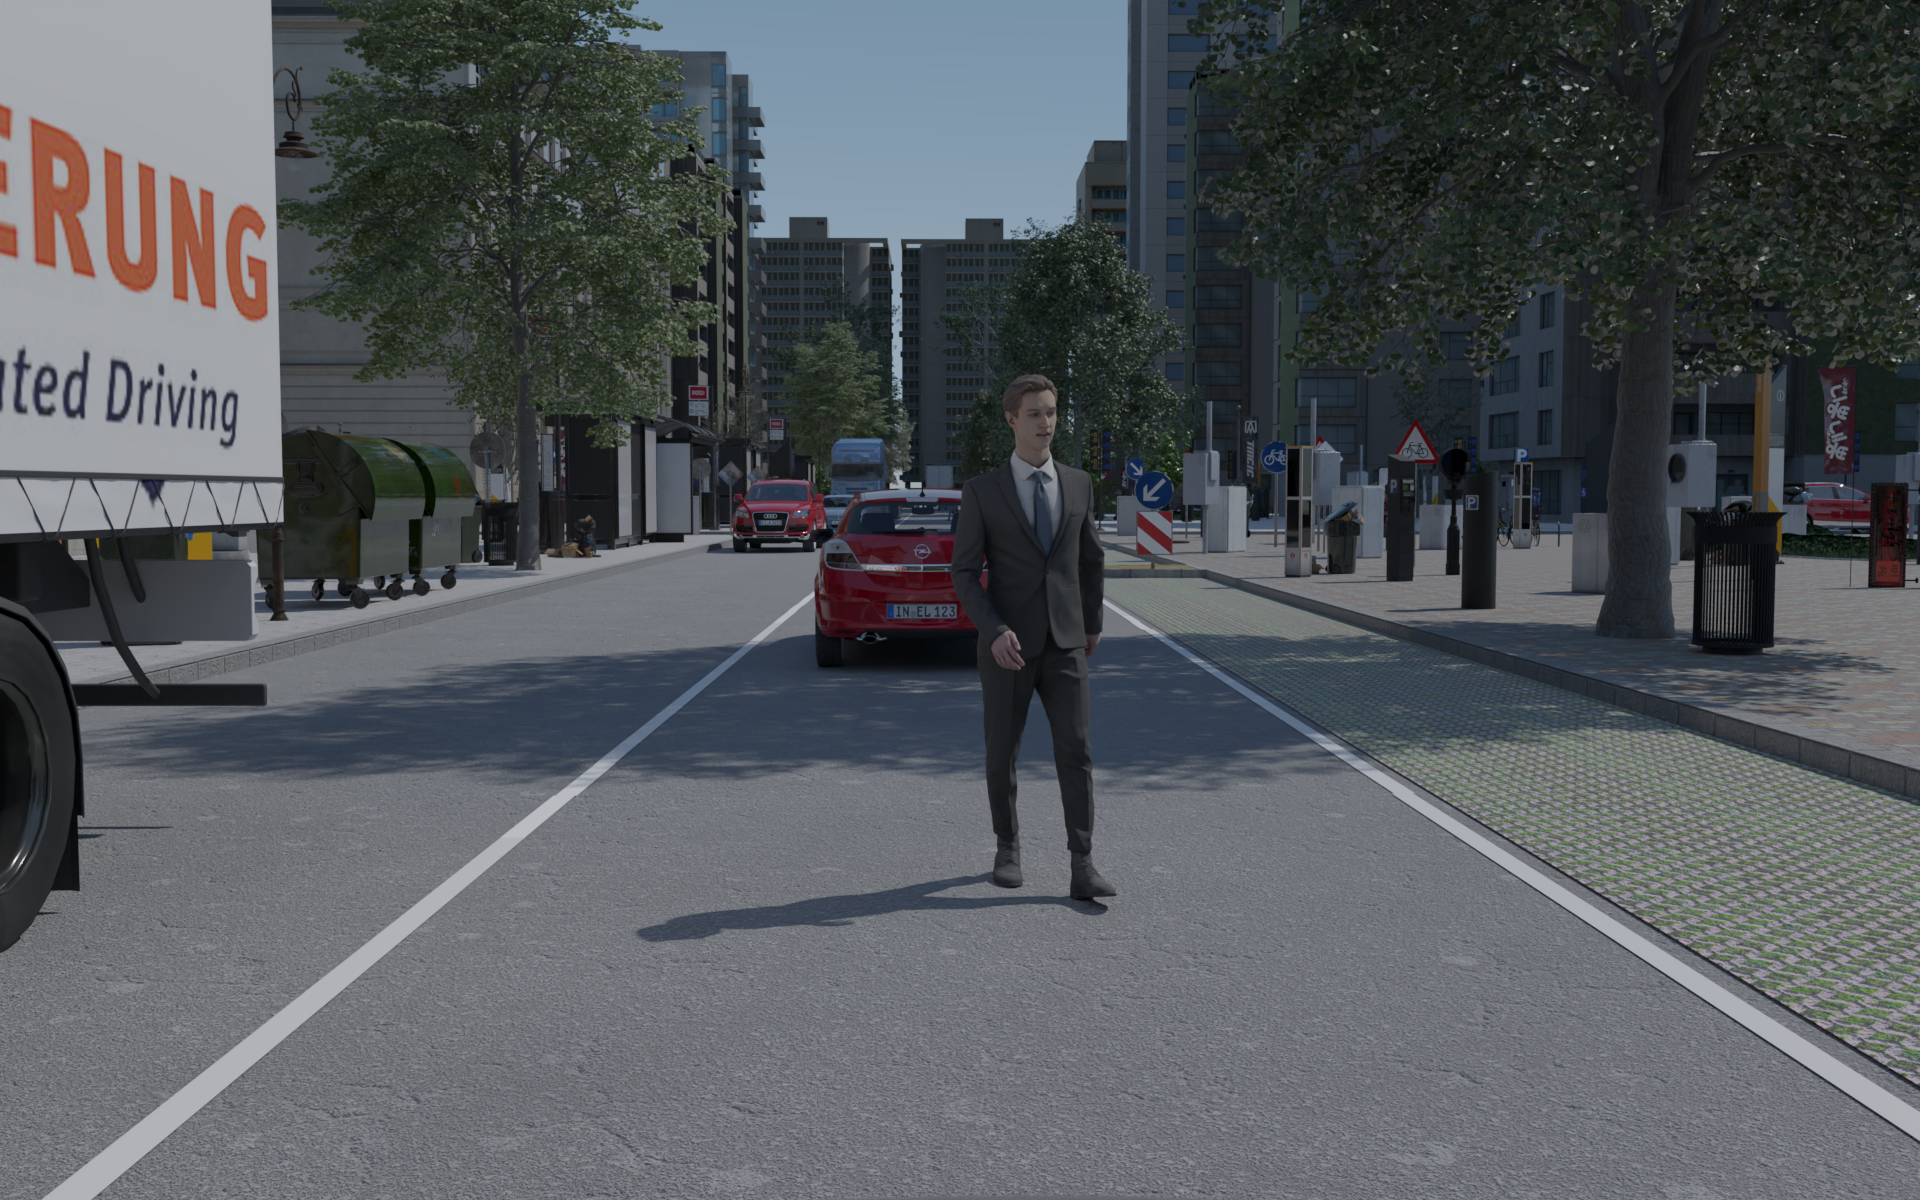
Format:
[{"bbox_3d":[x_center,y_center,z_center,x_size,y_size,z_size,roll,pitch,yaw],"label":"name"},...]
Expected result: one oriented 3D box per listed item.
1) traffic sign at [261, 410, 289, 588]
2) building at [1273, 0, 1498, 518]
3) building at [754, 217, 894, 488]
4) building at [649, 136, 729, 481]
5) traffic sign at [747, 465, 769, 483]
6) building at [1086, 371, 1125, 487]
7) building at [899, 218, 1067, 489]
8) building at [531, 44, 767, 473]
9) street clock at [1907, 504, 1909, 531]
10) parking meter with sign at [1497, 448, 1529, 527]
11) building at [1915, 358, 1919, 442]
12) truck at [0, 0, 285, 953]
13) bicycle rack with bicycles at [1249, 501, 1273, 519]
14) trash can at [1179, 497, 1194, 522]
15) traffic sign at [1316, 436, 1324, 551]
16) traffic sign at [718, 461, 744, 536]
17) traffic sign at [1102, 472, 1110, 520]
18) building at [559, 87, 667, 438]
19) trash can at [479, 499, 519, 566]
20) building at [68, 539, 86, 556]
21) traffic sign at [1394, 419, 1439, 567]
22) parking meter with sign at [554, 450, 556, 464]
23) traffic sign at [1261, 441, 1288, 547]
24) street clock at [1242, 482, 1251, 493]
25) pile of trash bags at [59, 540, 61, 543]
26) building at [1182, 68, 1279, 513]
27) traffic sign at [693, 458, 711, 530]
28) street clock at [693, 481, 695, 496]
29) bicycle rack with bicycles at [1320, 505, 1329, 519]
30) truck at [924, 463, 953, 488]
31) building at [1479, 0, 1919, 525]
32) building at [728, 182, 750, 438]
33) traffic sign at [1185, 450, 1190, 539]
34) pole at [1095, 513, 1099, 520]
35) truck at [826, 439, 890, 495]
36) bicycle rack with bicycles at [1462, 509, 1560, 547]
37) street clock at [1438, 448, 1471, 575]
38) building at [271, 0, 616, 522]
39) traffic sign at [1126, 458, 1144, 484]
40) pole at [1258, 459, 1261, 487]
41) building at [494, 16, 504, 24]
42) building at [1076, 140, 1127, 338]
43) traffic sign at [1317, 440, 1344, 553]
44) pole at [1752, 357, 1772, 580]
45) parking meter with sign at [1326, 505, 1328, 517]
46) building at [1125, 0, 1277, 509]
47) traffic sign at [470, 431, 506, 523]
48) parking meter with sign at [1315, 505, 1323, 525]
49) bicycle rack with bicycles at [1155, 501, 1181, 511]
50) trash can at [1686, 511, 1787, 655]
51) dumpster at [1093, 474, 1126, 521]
[{"bbox_3d":[-9.547,-1.442,23.682,0.768,2.556,0.104,0,4,5],"label":"traffic sign"},{"bbox_3d":[25.125,-25.412,99.073,14.154,41.232,14.086,0,4,-1],"label":"building"},{"bbox_3d":[-21.422,-33.867,245.610,23.993,40.220,32.217,0,4,-1],"label":"building"},{"bbox_3d":[-27.300,-22.686,142.624,14.160,30.474,14.107,0,4,-1],"label":"building"},{"bbox_3d":[-7.107,-3.500,60.866,0.795,2.450,0.064,0,4,-1],"label":"traffic sign"},{"bbox_3d":[28.113,-20.938,187.368,27.650,21.520,28.899,0,4,-1],"label":"building"},{"bbox_3d":[3.410,-33.943,246.846,23.993,40.220,32.217,0,4,-1],"label":"building"},{"bbox_3d":[-36.740,-34.756,187.874,30.456,49.044,23.786,0,4,-1],"label":"building"},{"bbox_3d":[33.161,-3.425,60.567,0.471,2.002,0.358,-1,4,-15],"label":"street clock"},{"bbox_3d":[21.238,-4.319,66.873,0.543,3.016,1.738,-1,4,-11],"label":"parking meter with sign"},{"bbox_3d":[60.933,-30.410,86.437,27.495,52.752,28.713,0,4,-1],"label":"building"},{"bbox_3d":[-4.076,-0.796,1.936,2.839,4.237,11.283,0,4,-1],"label":"truck"},{"bbox_3d":[14.672,-4.586,88.366,2.925,0.926,2.852,-1,4,-21],"label":"bicycle rack with bicycles"},{"bbox_3d":[10.391,-4.135,79.257,0.748,1.137,0.748,0,3,0],"label":"trash can"},{"bbox_3d":[8.015,-2.365,38.665,0.884,2.594,0.081,0,4,7],"label":"traffic sign"},{"bbox_3d":[-6.998,-3.012,52.882,0.795,2.450,0.064,0,4,-1],"label":"traffic sign"},{"bbox_3d":[7.205,-5.323,87.133,0.768,2.556,0.104,0,4,8],"label":"traffic sign"},{"bbox_3d":[-26.374,-17.904,110.747,12.078,24.808,19.932,0,4,-1],"label":"building"},{"bbox_3d":[-8.248,-1.189,31.099,0.748,1.137,0.748,0,3,0],"label":"trash can"},{"bbox_3d":[-26.813,-11.095,36.154,16.860,20.320,10.420,0,4,-1],"label":"building"},{"bbox_3d":[7.928,-1.848,30.223,0.884,2.594,0.081,1,4,8],"label":"traffic sign"},{"bbox_3d":[-16.623,-4.420,68.520,0.543,3.016,1.738,-3,5,-42],"label":"parking meter with sign"},{"bbox_3d":[7.637,-2.551,41.821,0.768,2.556,0.104,0,4,5],"label":"traffic sign"},{"bbox_3d":[13.382,-4.666,80.857,0.358,2.002,0.471,-1,4,-18],"label":"street clock"},{"bbox_3d":[-11.773,-0.693,21.078,1.912,1.369,3.447,0,4,-6],"label":"pile of trash bags"},{"bbox_3d":[22.500,-21.390,121.423,14.160,30.474,14.107,0,4,-1],"label":"building"},{"bbox_3d":[-9.223,-3.753,61.473,0.768,2.556,0.104,0,4,4],"label":"traffic sign"},{"bbox_3d":[-14.711,-5.576,95.733,0.358,2.002,0.471,-1,4,-17],"label":"street clock"},{"bbox_3d":[17.936,-4.461,86.321,2.925,0.926,2.852,-3,5,-43],"label":"bicycle rack with bicycles"},{"bbox_3d":[-1.991,-10.621,162.574,2.839,4.237,11.283,0,4,-1],"label":"truck"},{"bbox_3d":[32.268,-18.667,76.910,14.107,30.474,14.160,0,4,-1],"label":"building"},{"bbox_3d":[-26.860,-23.548,156.713,14.160,30.474,14.107,0,4,-1],"label":"building"},{"bbox_3d":[6.501,-3.036,49.650,0.884,2.594,0.081,0,4,7],"label":"traffic sign"},{"bbox_3d":[6.731,-5.584,85.134,0.158,3.312,0.155,0,3,0],"label":"pole"},{"bbox_3d":[-4.714,-6.133,90.031,2.967,4.110,18.799,0,4,1],"label":"truck"},{"bbox_3d":[13.540,-1.802,42.844,2.852,0.926,2.925,0,4,-2],"label":"bicycle rack with bicycles"},{"bbox_3d":[7.807,-1.395,27.384,0.471,2.002,0.358,0,4,3],"label":"street clock"},{"bbox_3d":[-27.623,-15.439,85.717,16.112,22.955,30.059,0,4,-1],"label":"building"},{"bbox_3d":[6.280,-3.765,61.656,0.768,2.556,0.104,0,4,7],"label":"traffic sign"},{"bbox_3d":[17.278,-6.489,99.944,0.158,3.312,0.155,0,3,0],"label":"pole"},{"bbox_3d":[-73.295,-48.941,238.434,20.611,71.187,20.563,0,4,-1],"label":"building"},{"bbox_3d":[26.864,-37.707,240.211,21.600,48.544,21.300,0,4,-1],"label":"building"},{"bbox_3d":[7.877,-2.216,37.419,0.795,2.450,0.064,0,4,2],"label":"traffic sign"},{"bbox_3d":[11.940,-1.955,25.811,0.158,3.312,0.155,0,3,0],"label":"pole"},{"bbox_3d":[19.053,-5.795,91.008,0.543,3.016,1.738,0,4,-4],"label":"parking meter with sign"},{"bbox_3d":[25.730,-37.658,157.702,21.231,58.520,28.212,0,4,-1],"label":"building"},{"bbox_3d":[-9.600,-2.145,35.182,0.768,2.556,0.104,1,4,9],"label":"traffic sign"},{"bbox_3d":[14.627,-4.678,72.738,0.543,3.016,1.738,-1,4,-11],"label":"parking meter with sign"},{"bbox_3d":[12.779,-5.493,103.187,2.925,0.926,2.852,0,4,5],"label":"bicycle rack with bicycles"},{"bbox_3d":[6.244,-0.141,13.967,0.748,1.137,0.748,0,3,0],"label":"trash can"},{"bbox_3d":[7.155,-4.959,83.578,1.502,2.255,1.985,0,4,-1],"label":"dumpster"}]
